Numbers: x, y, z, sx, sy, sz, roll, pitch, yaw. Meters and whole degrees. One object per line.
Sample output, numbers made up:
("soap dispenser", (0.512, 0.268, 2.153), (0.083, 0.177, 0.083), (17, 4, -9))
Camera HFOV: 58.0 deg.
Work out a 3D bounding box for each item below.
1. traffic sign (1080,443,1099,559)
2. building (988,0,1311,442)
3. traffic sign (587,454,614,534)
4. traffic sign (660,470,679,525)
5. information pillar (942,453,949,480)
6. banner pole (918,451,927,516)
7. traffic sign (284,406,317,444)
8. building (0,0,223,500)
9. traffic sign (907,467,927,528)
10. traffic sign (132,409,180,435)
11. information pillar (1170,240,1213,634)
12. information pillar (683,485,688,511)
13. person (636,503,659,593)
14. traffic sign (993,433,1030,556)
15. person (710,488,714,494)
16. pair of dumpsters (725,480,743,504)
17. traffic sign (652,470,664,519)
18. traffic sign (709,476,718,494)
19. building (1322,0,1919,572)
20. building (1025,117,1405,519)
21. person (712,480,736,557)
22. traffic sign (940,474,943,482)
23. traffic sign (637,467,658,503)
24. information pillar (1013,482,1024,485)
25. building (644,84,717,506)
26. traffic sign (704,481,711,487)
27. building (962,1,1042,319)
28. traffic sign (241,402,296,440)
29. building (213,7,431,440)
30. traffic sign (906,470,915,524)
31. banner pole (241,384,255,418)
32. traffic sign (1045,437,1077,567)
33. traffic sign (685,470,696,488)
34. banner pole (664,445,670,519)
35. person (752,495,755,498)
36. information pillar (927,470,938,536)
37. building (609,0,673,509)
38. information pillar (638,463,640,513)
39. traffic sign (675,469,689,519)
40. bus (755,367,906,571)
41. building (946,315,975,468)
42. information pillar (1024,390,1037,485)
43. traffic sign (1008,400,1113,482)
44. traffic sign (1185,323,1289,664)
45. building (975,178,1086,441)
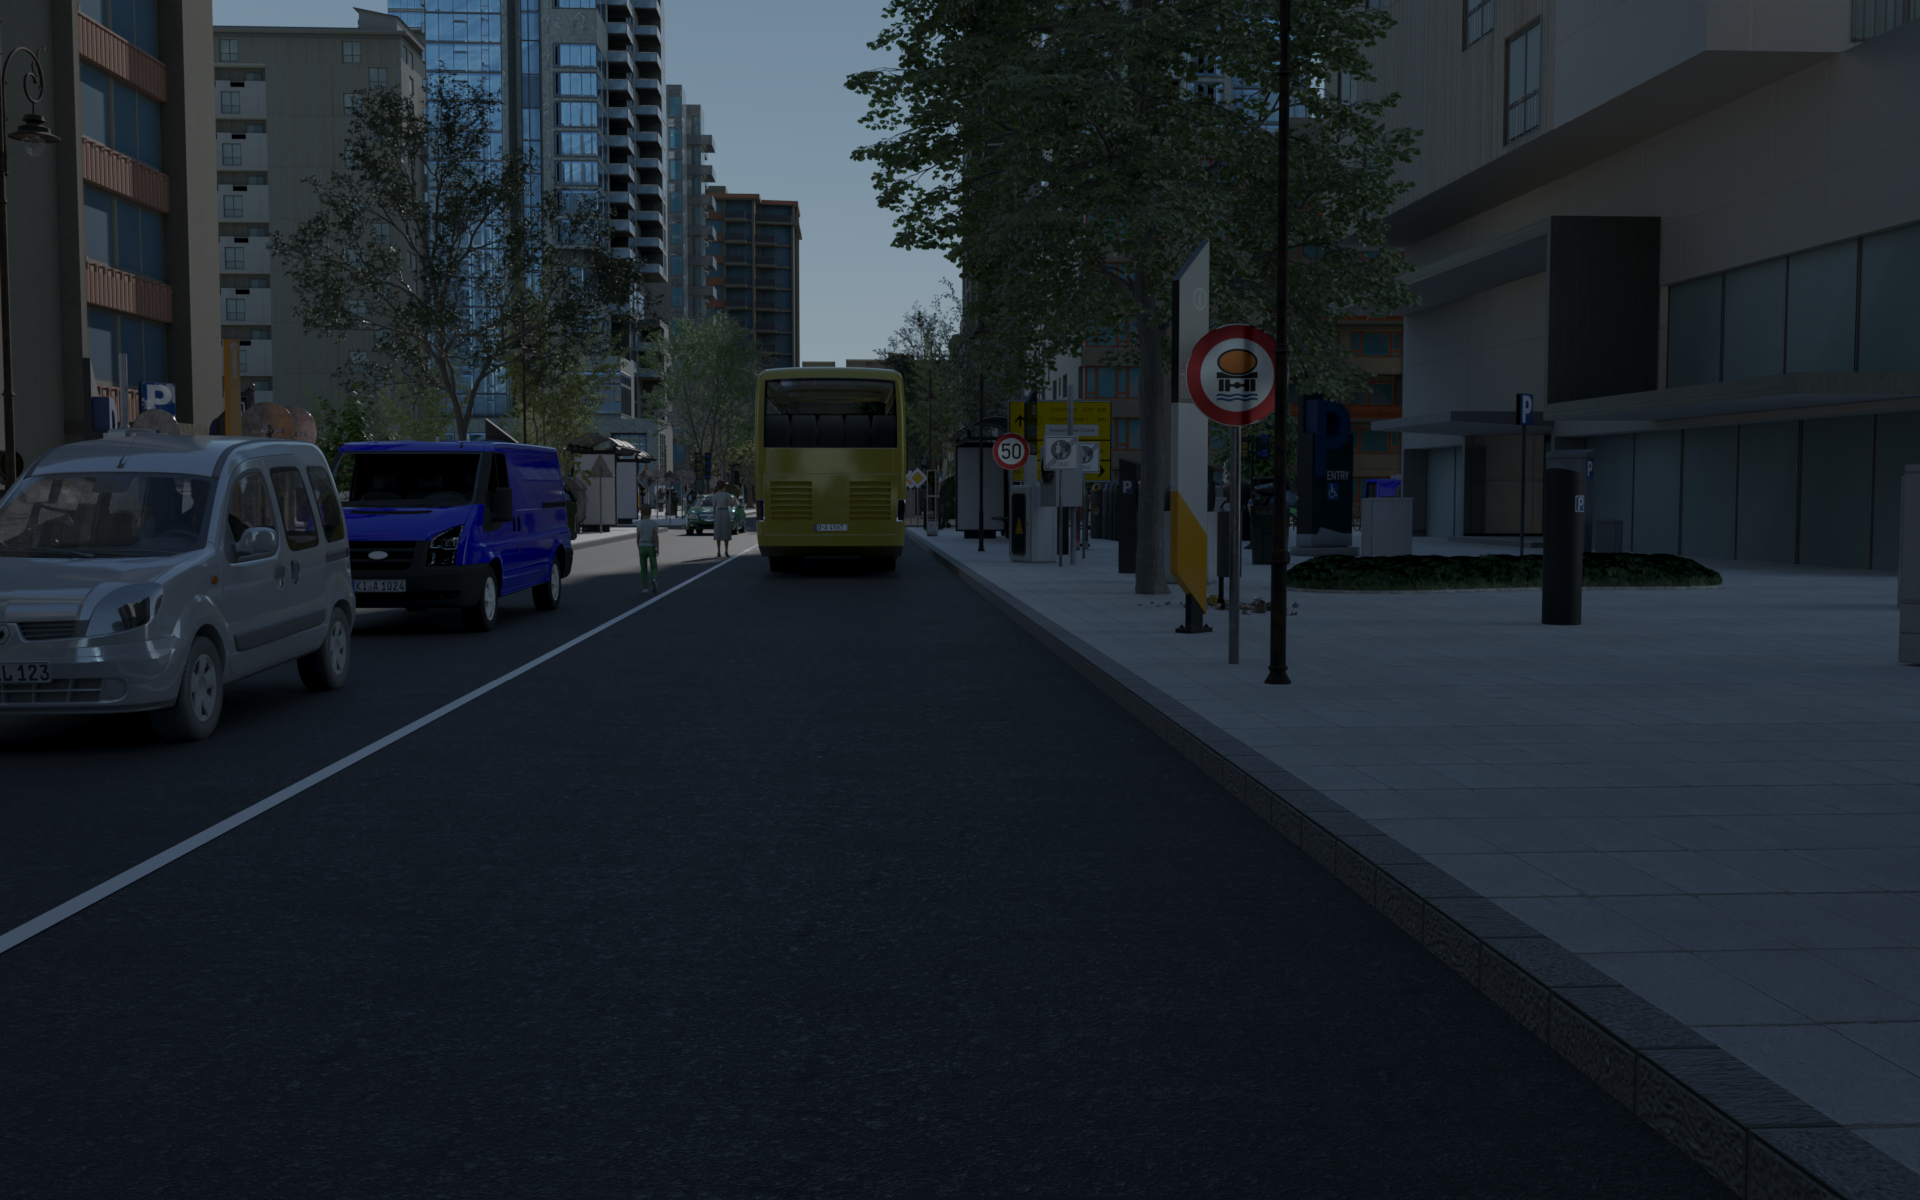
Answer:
("traffic sign", (2.452, -1.966, 34.273), (0.606, 2.300, 0.079), (0, 4, 2))
("building", (14.455, -50.121, 132.150), (22.319, 86.520, 31.000), (0, 4, -3))
("traffic sign", (-11.603, -3.420, 55.921), (0.884, 2.594, 0.081), (0, 4, 3))
("traffic sign", (-12.159, -4.218, 72.612), (0.795, 2.450, 0.064), (0, 4, -3))
("information pillar", (-0.828, -6.565, 98.691), (0.183, 3.616, 0.504), (-3, 5, -39))
("banner pole", (-2.218, -6.803, 101.250), (0.863, 3.779, 0.401), (-3, 5, -44))
("traffic sign", (-9.661, -1.524, 25.018), (0.768, 2.556, 0.104), (0, 4, 1))
("building", (-33.497, -23.746, 42.872), (28.867, 44.769, 22.147), (0, 4, -3))
("traffic sign", (-1.594, -3.767, 65.236), (0.795, 2.450, 0.064), (0, 4, -3))
("traffic sign", (-12.015, -1.576, 25.874), (0.768, 2.556, 0.104), (0, 4, 5))
("information pillar", (2.115, -1.501, 15.895), (0.183, 3.616, 0.504), (3, 5, 42))
("information pillar", (-21.139, -7.870, 133.171), (0.304, 2.012, 0.304), (-2, 4, -31))
("person", (-4.489, -0.745, 24.930), (0.306, 1.304, 0.590), (-1, 4, -20))
("traffic sign", (1.063, -2.196, 36.009), (0.768, 2.556, 0.104), (0, 4, 1))
("person", (-10.392, -3.862, 72.646), (0.512, 1.701, 0.522), (2, 4, 23))
("pair of dumpsters", (-16.133, -7.292, 121.711), (1.574, 2.255, 4.437), (0, 4, -3))
("traffic sign", (-15.889, -5.551, 90.864), (0.768, 2.556, 0.104), (0, 4, 1))
("traffic sign", (-17.321, -7.421, 121.433), (0.768, 2.556, 0.104), (0, 4, 6))
("building", (25.103, -27.520, 39.184), (28.713, 52.752, 27.495), (0, 4, -3))
("building", (19.437, -15.493, 98.347), (28.899, 21.520, 27.650), (0, 4, -3))
("person", (-5.360, -1.855, 39.391), (0.480, 1.755, 0.524), (1, 4, 8))
("traffic sign", (-1.337, -6.560, 107.357), (0.768, 2.556, 0.104), (0, 4, -3))
("traffic sign", (-11.671, -3.731, 64.641), (0.795, 2.450, 0.064), (0, 4, -3))
("information pillar", (1.528, -2.440, 44.380), (0.304, 2.012, 0.304), (2, 4, 35))
("building", (-44.023, -35.599, 201.650), (30.456, 49.044, 23.786), (0, 4, -3))
("traffic sign", (-17.872, -7.558, 123.674), (0.768, 2.556, 0.104), (0, 4, 6))
("building", (8.864, -46.925, 205.482), (20.563, 71.187, 20.611), (0, 4, -3))
("traffic sign", (-9.551, -1.455, 23.900), (0.768, 2.556, 0.104), (0, 4, -2))
("building", (-72.754, -37.151, 196.665), (27.495, 52.752, 28.713), (0, 4, -3))
("traffic sign", (-2.082, -4.255, 73.206), (0.795, 2.450, 0.064), (0, 4, -3))
("banner pole", (-16.148, -3.005, 39.150), (0.401, 3.779, 0.863), (2, 4, 28))
("traffic sign", (1.777, -1.738, 30.544), (0.606, 2.300, 0.079), (0, 4, 2))
("traffic sign", (-14.300, -5.572, 91.202), (0.768, 2.556, 0.104), (0, 4, 2))
("banner pole", (-15.080, -6.049, 88.912), (0.401, 3.779, 0.863), (0, 4, -7))
("person", (-27.551, -13.413, 227.880), (0.705, 1.814, 1.350), (3, 4, 37))
("information pillar", (-0.837, -2.942, 52.587), (0.304, 2.012, 0.304), (1, 4, 11))
("building", (-37.764, -51.822, 159.964), (22.319, 86.520, 31.000), (0, 4, -3))
("information pillar", (-22.142, -7.817, 119.161), (0.183, 3.616, 0.504), (-1, 4, -13))
("traffic sign", (-14.131, -5.376, 88.010), (0.768, 2.556, 0.104), (0, 4, -3))
("bus", (-2.553, -2.658, 35.013), (2.896, 3.916, 12.252), (0, 4, -4))
("building", (13.382, -20.641, 182.520), (27.650, 21.520, 28.899), (0, 4, -3))
("information pillar", (1.508, -2.784, 36.870), (0.183, 3.616, 0.504), (2, 4, 29))
("traffic sign", (2.161, -2.665, 37.447), (2.265, 3.308, 0.079), (0, 4, -2))
("traffic sign", (2.072, -0.790, 13.029), (0.768, 2.556, 0.104), (0, 4, 4))
("building", (8.245, -23.753, 160.063), (14.160, 30.474, 14.107), (0, 4, -3))
